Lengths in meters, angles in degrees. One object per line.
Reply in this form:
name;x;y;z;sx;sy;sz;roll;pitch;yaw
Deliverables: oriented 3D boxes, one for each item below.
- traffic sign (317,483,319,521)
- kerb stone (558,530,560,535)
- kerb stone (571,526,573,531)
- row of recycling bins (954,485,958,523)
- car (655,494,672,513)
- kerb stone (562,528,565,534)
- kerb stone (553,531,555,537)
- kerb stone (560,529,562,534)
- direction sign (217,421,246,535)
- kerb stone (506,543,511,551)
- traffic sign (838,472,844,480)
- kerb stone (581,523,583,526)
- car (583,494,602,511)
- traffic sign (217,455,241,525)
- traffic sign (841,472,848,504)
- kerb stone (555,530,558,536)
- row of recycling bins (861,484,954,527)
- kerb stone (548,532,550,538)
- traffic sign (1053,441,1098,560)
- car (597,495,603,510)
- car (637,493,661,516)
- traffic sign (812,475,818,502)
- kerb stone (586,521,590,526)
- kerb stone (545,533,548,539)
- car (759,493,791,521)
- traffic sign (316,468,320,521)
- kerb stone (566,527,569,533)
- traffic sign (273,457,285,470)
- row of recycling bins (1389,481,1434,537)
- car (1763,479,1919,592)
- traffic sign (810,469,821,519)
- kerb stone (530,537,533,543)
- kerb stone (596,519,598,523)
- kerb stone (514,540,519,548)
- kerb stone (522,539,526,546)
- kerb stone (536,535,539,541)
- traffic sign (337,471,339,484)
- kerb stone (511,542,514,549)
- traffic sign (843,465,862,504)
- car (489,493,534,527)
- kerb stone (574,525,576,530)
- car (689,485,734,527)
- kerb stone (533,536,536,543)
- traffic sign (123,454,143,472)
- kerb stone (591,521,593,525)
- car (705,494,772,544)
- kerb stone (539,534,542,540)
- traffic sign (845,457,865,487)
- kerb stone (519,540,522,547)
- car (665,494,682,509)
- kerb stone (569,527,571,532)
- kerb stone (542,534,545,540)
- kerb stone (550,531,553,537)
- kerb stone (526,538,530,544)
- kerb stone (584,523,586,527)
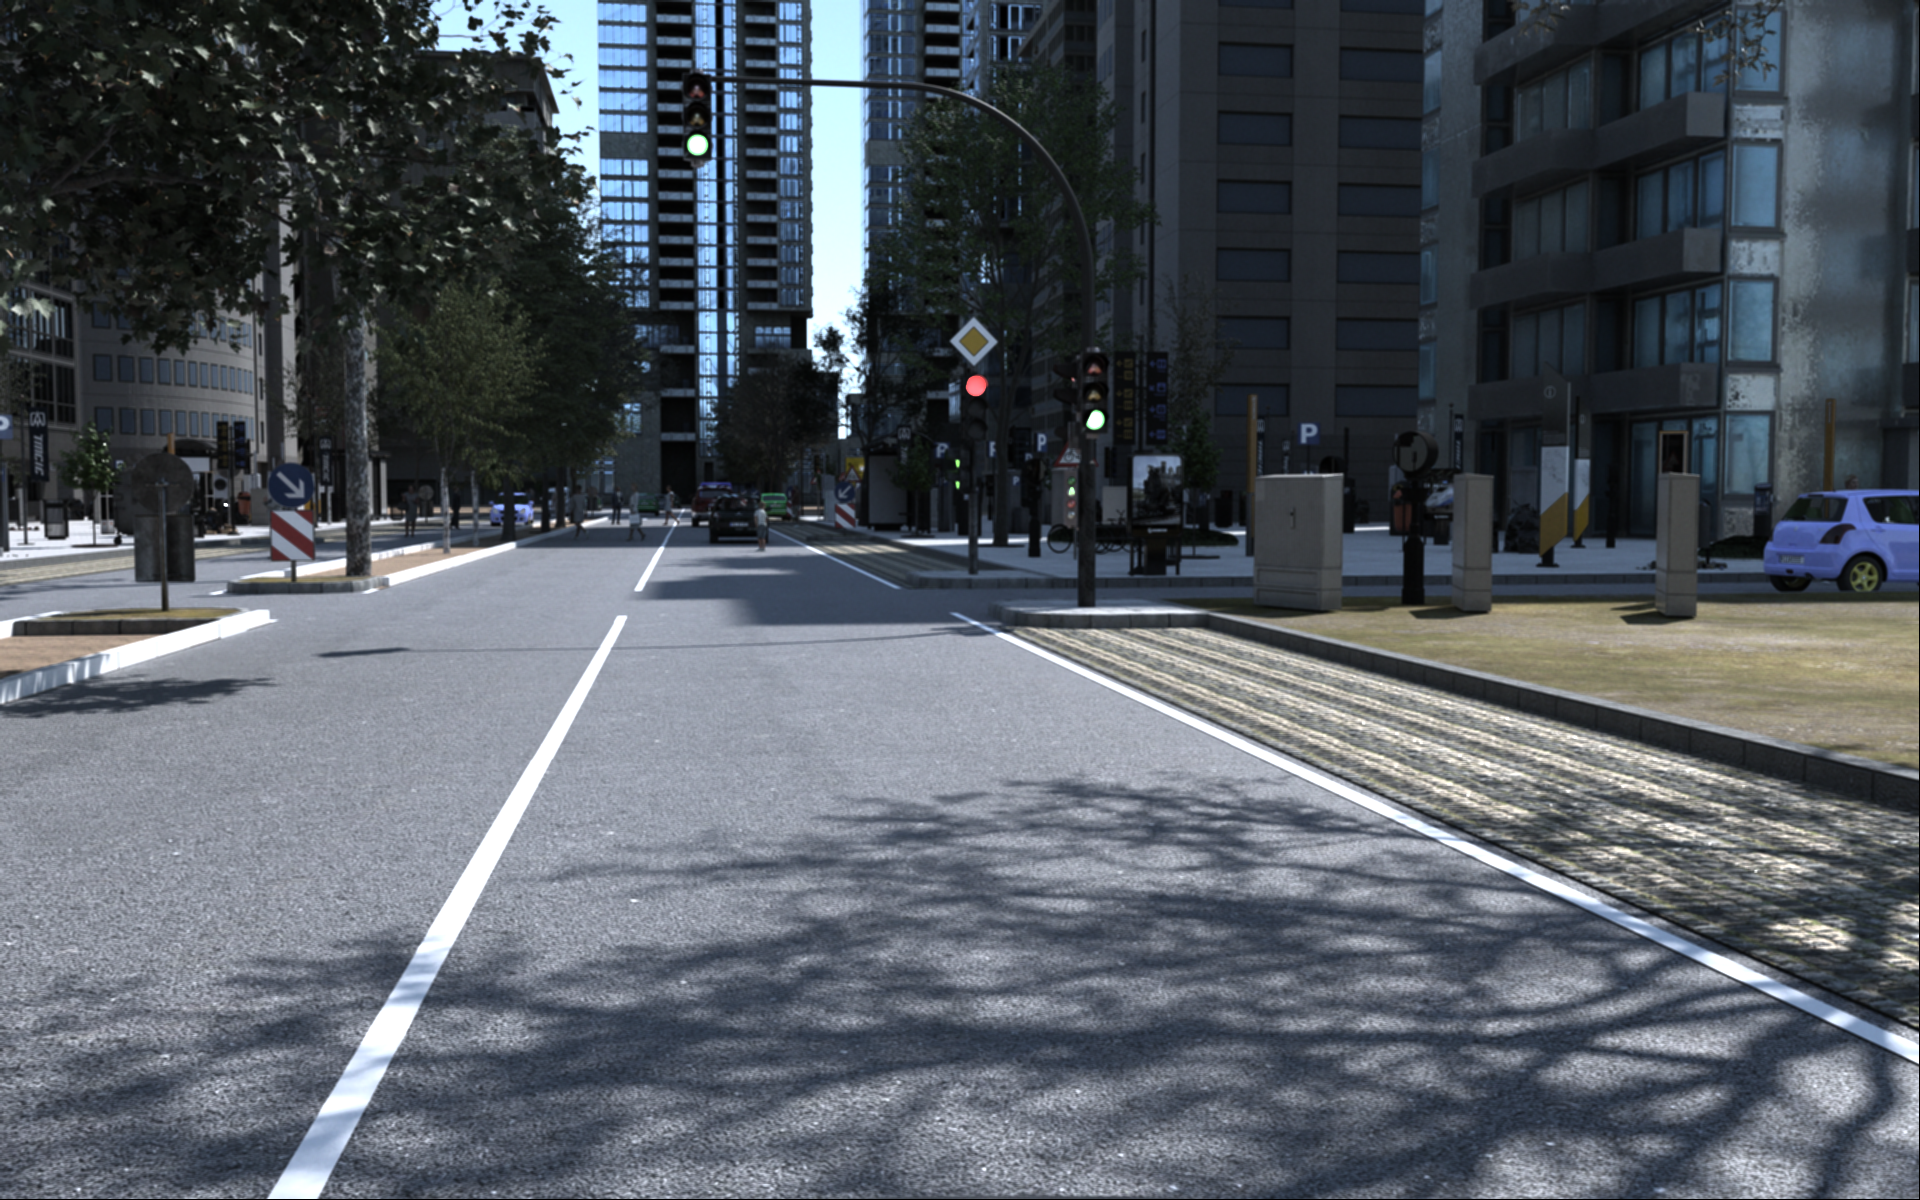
traffic sign;-31.067;-5.117;83.770;0.768;2.556;0.104;0;4;-2
kerb stone;-13.983;-2.293;59.719;0.120;0.150;1.000;-1;4;-9
kerb stone;-14.915;-2.668;65.811;0.120;0.150;1.000;-1;4;-9
row of recycling bins;-0.462;-4.285;77.171;1.069;1.692;3.534;-2;4;-26
car;-22.729;-7.301;131.371;2.014;1.417;4.499;-1;4;-10
kerb stone;-14.288;-2.413;61.751;0.120;0.150;1.000;-1;4;-9
kerb stone;-13.668;-2.171;57.693;0.120;0.150;1.000;-1;4;-9
kerb stone;-14.137;-2.357;60.740;0.120;0.150;1.000;-1;4;-9
direction sign;-22.695;-3.793;54.013;0.876;3.537;0.379;0;3;0
kerb stone;-11.467;-1.302;43.504;0.120;0.150;1.000;-1;4;-9
traffic sign;-6.712;-6.165;100.903;0.768;2.556;0.104;0;4;-7
kerb stone;-15.861;-3.041;71.912;0.120;0.150;1.000;-1;4;-9
car;-31.665;-8.329;147.975;2.131;1.459;4.920;0;4;-8
traffic sign;-24.004;-3.472;56.872;0.768;2.556;0.104;0;4;-6
traffic sign;-6.232;-5.882;96.270;0.768;2.556;0.104;0;4;-2
kerb stone;-13.823;-2.231;58.707;0.120;0.150;1.000;-1;4;-9
row of recycling bins;-2.170;-3.768;68.714;3.534;1.692;1.069;-1;4;-8
kerb stone;-13.353;-2.047;55.657;0.120;0.150;1.000;-1;4;-9
traffic sign;2.249;-2.062;33.724;0.884;2.594;0.081;0;4;-4
car;-34.032;-9.048;160.513;1.945;1.354;3.894;-1;4;-10
car;-20.606;-6.399;113.423;1.959;1.807;4.718;-1;4;-9
traffic sign;-8.397;-6.264;102.524;0.768;2.556;0.104;0;4;-5
kerb stone;-16.648;-3.350;76.970;0.120;0.150;1.000;-1;4;-9
kerb stone;-13.193;-1.983;54.639;0.120;0.150;1.000;-1;4;-9
car;-10.112;-5.166;93.266;1.959;1.807;4.718;-1;4;-10
traffic sign;-30.545;-5.022;82.208;0.768;2.556;0.104;0;4;-1
kerb stone;-14.602;-2.544;63.786;0.120;0.150;1.000;-1;4;-9
traffic sign;-23.762;-3.710;60.666;0.884;2.594;0.081;0;4;-8
row of recycling bins;14.131;-2.756;52.167;1.069;1.692;3.534;-1;4;-17
car;13.448;-0.920;24.626;3.694;1.707;1.945;-1;4;-11
traffic sign;-7.294;-5.478;89.561;0.884;2.594;0.081;0;4;-8
kerb stone;-12.413;-1.675;49.577;0.120;0.150;1.000;-1;4;-9
kerb stone;-17.581;-3.723;83.065;0.120;0.150;1.000;-1;4;-9
kerb stone;-11.783;-1.427;45.524;0.120;0.150;1.000;-1;4;-9
kerb stone;-12.097;-1.551;47.548;0.120;0.150;1.000;-1;4;-9
kerb stone;-12.718;-1.798;51.599;0.120;0.150;1.000;-1;4;-9
traffic sign;-33.226;-5.689;93.115;0.768;2.556;0.104;0;3;0
kerb stone;-11.632;-1.363;44.513;0.120;0.150;1.000;-1;4;-9
traffic sign;-4.758;-4.675;76.442;0.884;2.594;0.081;0;4;-8
car;-20.098;-4.167;77.715;1.945;1.707;3.694;-1;4;-10
kerb stone;-15.234;-2.791;67.845;0.120;0.150;1.000;-1;4;-9
car;-10.932;-4.193;77.224;2.281;1.827;5.304;-1;4;-8
kerb stone;-12.575;-1.736;50.587;0.120;0.150;1.000;-1;4;-9
traffic sign;-26.369;-3.380;55.366;0.768;2.556;0.104;0;4;-2
kerb stone;-16.961;-3.472;79.004;0.120;0.150;1.000;-1;4;-9
car;-6.599;-2.558;51.615;2.009;1.686;4.222;0;4;-8
kerb stone;-12.882;-1.856;52.612;0.120;0.150;1.000;-1;4;-9
traffic sign;-5.119;-6.134;94.157;2.265;3.308;0.079;0;4;-6
kerb stone;-11.942;-1.489;46.536;0.120;0.150;1.000;-1;4;-9
car;-28.521;-9.743;171.094;2.131;1.459;4.920;0;4;-8
kerb stone;-14.763;-2.606;64.796;0.120;0.150;1.000;-1;4;-9
kerb stone;-13.038;-1.921;53.629;0.120;0.150;1.000;-1;4;-9
kerb stone;-13.518;-2.106;56.677;0.120;0.150;1.000;-1;4;-9
kerb stone;-12.252;-1.612;48.568;0.120;0.150;1.000;-1;4;-9
kerb stone;-16.175;-3.164;73.935;0.120;0.150;1.000;-1;4;-9
